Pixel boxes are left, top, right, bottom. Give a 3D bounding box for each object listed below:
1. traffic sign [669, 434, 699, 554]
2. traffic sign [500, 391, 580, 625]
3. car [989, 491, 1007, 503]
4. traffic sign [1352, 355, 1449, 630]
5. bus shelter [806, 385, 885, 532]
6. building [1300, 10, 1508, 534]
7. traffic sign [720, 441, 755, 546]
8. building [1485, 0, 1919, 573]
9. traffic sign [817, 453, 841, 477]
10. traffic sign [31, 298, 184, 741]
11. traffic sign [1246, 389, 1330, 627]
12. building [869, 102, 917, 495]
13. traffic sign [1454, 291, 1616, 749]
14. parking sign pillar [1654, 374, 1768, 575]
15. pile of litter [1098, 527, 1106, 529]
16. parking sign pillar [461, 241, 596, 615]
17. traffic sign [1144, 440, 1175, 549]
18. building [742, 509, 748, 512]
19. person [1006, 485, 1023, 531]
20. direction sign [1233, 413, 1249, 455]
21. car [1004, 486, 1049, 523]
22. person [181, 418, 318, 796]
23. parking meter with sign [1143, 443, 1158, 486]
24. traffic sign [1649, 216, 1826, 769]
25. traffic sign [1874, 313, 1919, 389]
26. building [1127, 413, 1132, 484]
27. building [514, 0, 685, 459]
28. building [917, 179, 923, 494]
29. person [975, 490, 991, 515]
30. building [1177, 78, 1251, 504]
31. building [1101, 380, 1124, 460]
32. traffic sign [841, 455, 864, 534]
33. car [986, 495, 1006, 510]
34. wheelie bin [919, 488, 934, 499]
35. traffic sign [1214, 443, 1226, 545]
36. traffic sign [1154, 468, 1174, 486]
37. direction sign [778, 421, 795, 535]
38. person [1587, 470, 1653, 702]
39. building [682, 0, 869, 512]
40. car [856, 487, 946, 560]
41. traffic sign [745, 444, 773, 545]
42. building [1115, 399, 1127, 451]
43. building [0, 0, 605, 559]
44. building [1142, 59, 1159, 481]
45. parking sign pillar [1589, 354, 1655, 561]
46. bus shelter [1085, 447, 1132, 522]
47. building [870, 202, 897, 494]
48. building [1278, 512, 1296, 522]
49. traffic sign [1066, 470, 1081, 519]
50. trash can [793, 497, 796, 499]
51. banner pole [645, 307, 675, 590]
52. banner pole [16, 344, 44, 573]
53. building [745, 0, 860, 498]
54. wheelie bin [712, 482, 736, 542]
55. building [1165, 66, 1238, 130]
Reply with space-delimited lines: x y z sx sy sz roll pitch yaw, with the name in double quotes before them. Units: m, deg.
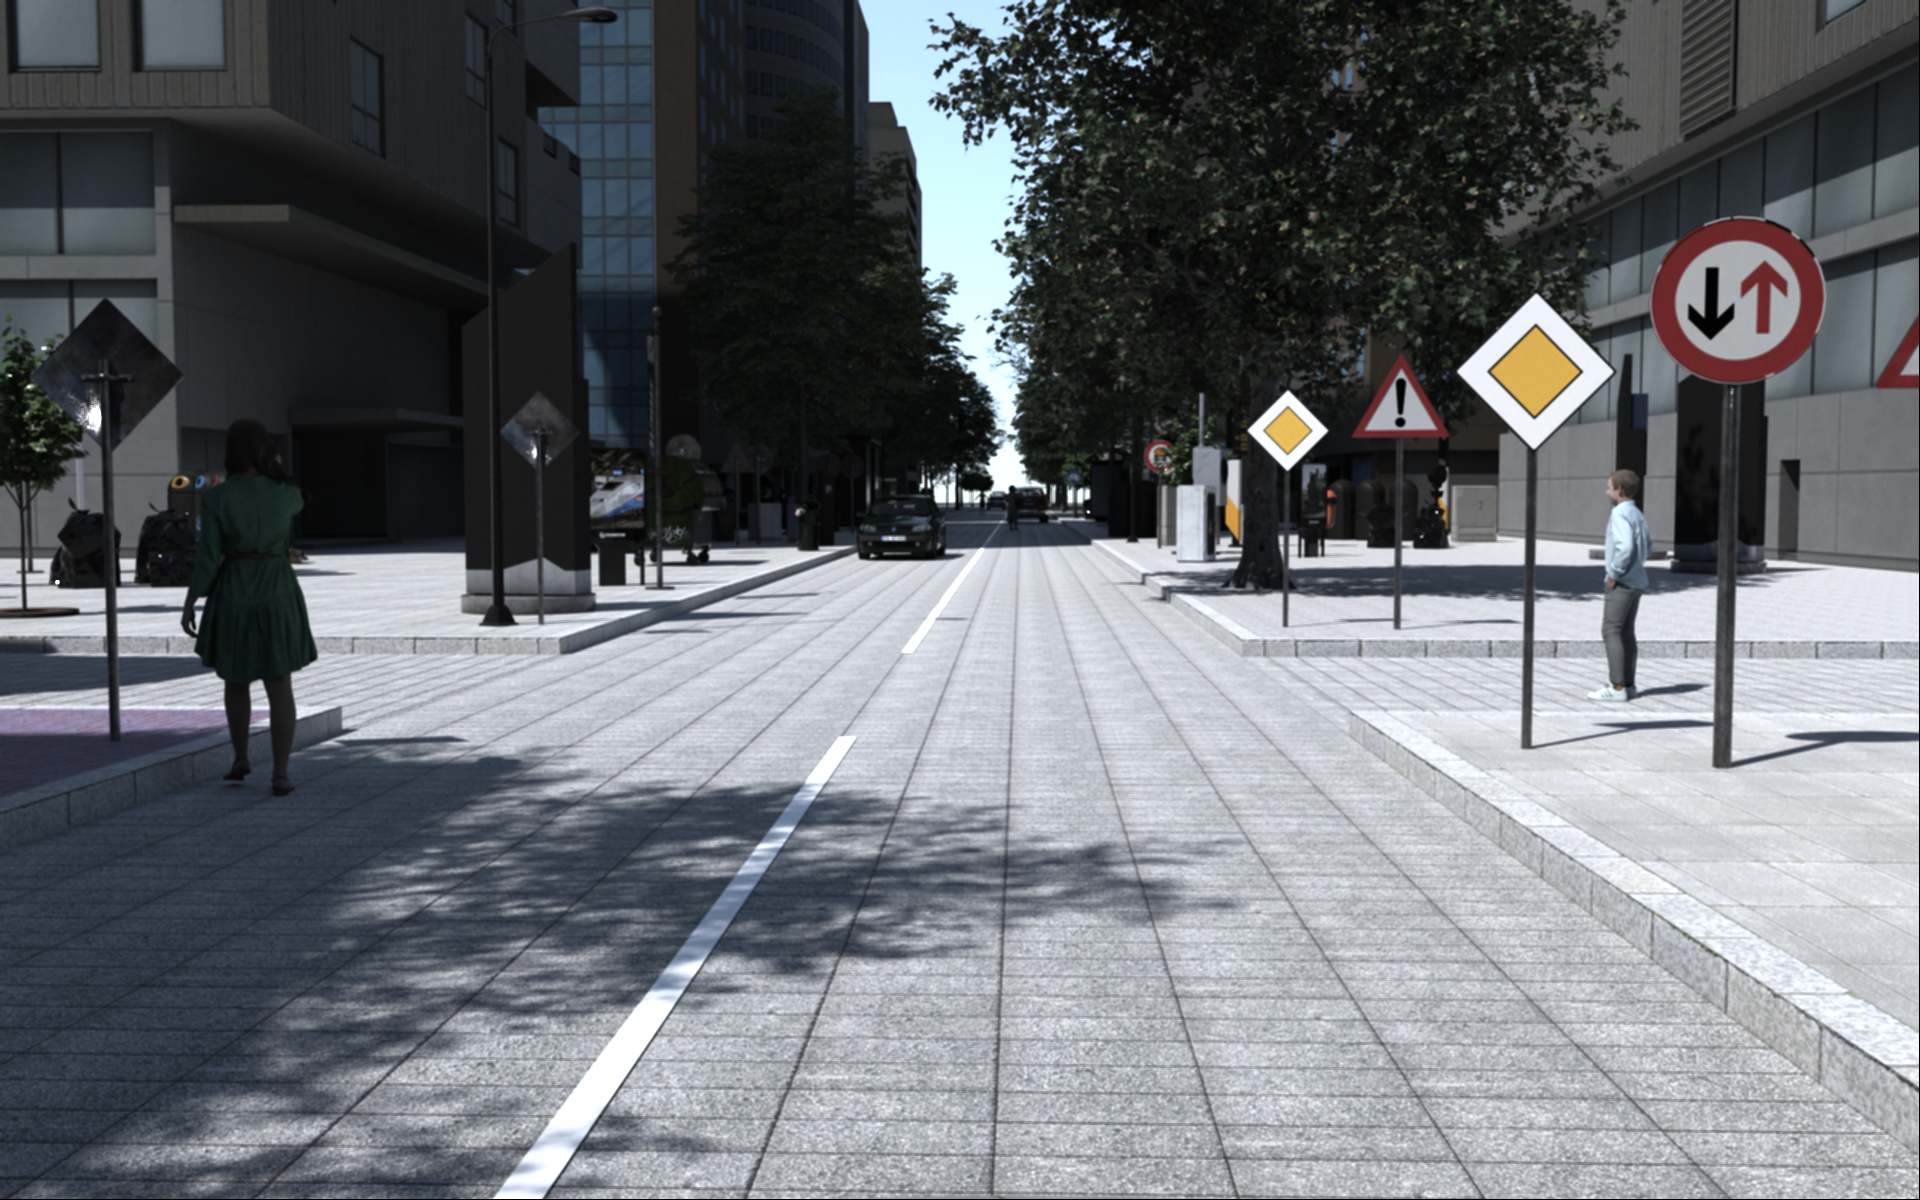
"traffic sign" -5.893 -2.249 36.870 0.768 2.556 0.104 0 4 3
"traffic sign" -4.104 -0.812 16.920 0.795 2.450 0.064 0 4 2
"car" 4.661 -12.206 208.240 2.281 1.827 5.304 0 4 1
"traffic sign" 4.140 -0.999 16.330 0.884 2.594 0.081 1 4 10
"bus shelter" -4.133 -5.188 62.451 2.179 5.291 8.768 0 4 2
"building" 20.345 -25.160 61.479 14.600 45.320 14.200 0 4 2
"traffic sign" -5.499 -2.616 42.781 0.884 2.594 0.081 1 4 9
"building" 28.231 -27.397 37.185 27.495 52.752 28.713 0 4 2
"traffic sign" -4.070 -3.286 53.826 0.768 2.556 0.104 0 4 5
"traffic sign" -4.389 -0.324 8.940 0.795 2.450 0.064 0 4 2
"traffic sign" 3.135 -0.795 16.642 0.795 2.450 0.064 0 4 2
"building" -16.698 -36.363 218.240 21.300 48.544 21.600 0 4 2
"traffic sign" 2.850 -0.307 8.662 0.795 2.450 0.064 0 4 2
"parking sign pillar" 12.385 -2.428 28.175 1.447 3.967 1.447 3 5 42
"pile of litter" 5.961 -3.053 63.875 1.719 0.858 1.176 2 4 34
"parking sign pillar" -4.735 -1.862 18.916 1.447 3.967 1.447 1 4 13
"traffic sign" 4.702 -2.483 40.699 0.768 2.556 0.104 0 4 3
"building" -26.111 -25.232 104.419 32.217 40.220 23.993 0 4 2
"person" 2.175 -3.604 67.777 0.716 1.782 0.532 2 4 35
"direction sign" 5.922 -2.628 34.960 0.876 3.537 0.379 -1 4 -12
"car" 3.375 -4.809 87.292 2.281 1.827 5.304 0 3 0
"person" -3.407 0.025 8.346 0.600 1.795 0.529 -3 4 -38
"parking meter with sign" 6.987 -3.903 60.073 1.738 3.016 0.543 -1 4 -20
"traffic sign" 3.577 -0.486 8.053 0.768 2.556 0.104 1 4 9
"traffic sign" 5.060 -0.536 8.761 0.884 2.594 0.081 0 4 6
"building" 25.470 -31.035 191.018 14.154 41.232 14.086 0 4 2
"building" -18.397 -26.553 84.253 14.600 45.320 14.200 0 4 2
"building" -12.449 -35.838 236.066 14.600 45.320 14.200 0 4 2
"person" 1.567 -6.736 119.418 1.217 1.735 0.721 1 4 22
"building" 26.204 -48.526 106.065 22.319 86.520 31.000 0 4 2
"building" 30.724 -37.644 239.177 21.300 48.544 21.600 0 4 2
"traffic sign" -3.478 -3.411 55.874 0.768 2.556 0.104 0 4 5
"car" 3.316 -8.890 157.939 1.945 1.354 3.894 0 4 3
"wheelie bin" -1.787 -5.096 91.222 0.980 1.594 0.693 3 4 37
"traffic sign" 6.495 -2.654 43.492 0.768 2.556 0.104 0 4 8
"traffic sign" 5.683 -2.943 48.224 0.768 2.556 0.104 1 4 11
"direction sign" -5.430 -3.811 54.307 0.379 3.537 0.876 2 4 28
"person" 4.651 -0.113 12.158 0.589 1.601 0.330 -3 5 -44
"building" -15.442 -30.717 152.332 14.600 45.320 14.200 0 4 2
"car" -1.287 -1.796 39.154 2.009 1.686 4.222 0 4 4
"traffic sign" -5.103 -2.671 43.783 0.768 2.556 0.104 1 4 10
"building" 30.699 -36.283 212.837 23.786 49.044 30.456 0 4 2
"building" -26.108 -27.899 45.384 28.713 52.752 27.495 0 4 2
"building" 23.597 -28.626 151.629 14.154 41.232 14.086 0 4 2
"parking sign pillar" 13.159 -2.785 34.010 1.447 3.967 1.447 1 4 16
"bus shelter" 6.713 -5.128 77.762 2.014 3.302 5.546 0 4 2
"building" -22.981 -30.827 195.895 32.217 40.220 23.993 0 4 2
"building" 21.050 -24.471 83.694 14.154 41.232 14.086 0 4 2
"traffic sign" 5.944 -5.527 90.467 0.768 2.556 0.104 1 4 9
"trash can" -8.595 -4.752 89.351 0.748 1.137 0.748 0 3 0
"banner pole" -4.055 -2.017 22.994 0.401 3.779 0.863 0 4 3
"banner pole" -15.046 -2.318 27.914 0.401 3.779 0.863 -2 4 -28
"building" -19.397 -35.992 130.466 21.231 58.520 28.212 0 4 2
"wheelie bin" -6.432 -2.391 47.009 0.693 1.594 0.980 -2 4 -29
"building" 26.749 -31.179 133.472 21.300 48.544 21.600 0 4 2
